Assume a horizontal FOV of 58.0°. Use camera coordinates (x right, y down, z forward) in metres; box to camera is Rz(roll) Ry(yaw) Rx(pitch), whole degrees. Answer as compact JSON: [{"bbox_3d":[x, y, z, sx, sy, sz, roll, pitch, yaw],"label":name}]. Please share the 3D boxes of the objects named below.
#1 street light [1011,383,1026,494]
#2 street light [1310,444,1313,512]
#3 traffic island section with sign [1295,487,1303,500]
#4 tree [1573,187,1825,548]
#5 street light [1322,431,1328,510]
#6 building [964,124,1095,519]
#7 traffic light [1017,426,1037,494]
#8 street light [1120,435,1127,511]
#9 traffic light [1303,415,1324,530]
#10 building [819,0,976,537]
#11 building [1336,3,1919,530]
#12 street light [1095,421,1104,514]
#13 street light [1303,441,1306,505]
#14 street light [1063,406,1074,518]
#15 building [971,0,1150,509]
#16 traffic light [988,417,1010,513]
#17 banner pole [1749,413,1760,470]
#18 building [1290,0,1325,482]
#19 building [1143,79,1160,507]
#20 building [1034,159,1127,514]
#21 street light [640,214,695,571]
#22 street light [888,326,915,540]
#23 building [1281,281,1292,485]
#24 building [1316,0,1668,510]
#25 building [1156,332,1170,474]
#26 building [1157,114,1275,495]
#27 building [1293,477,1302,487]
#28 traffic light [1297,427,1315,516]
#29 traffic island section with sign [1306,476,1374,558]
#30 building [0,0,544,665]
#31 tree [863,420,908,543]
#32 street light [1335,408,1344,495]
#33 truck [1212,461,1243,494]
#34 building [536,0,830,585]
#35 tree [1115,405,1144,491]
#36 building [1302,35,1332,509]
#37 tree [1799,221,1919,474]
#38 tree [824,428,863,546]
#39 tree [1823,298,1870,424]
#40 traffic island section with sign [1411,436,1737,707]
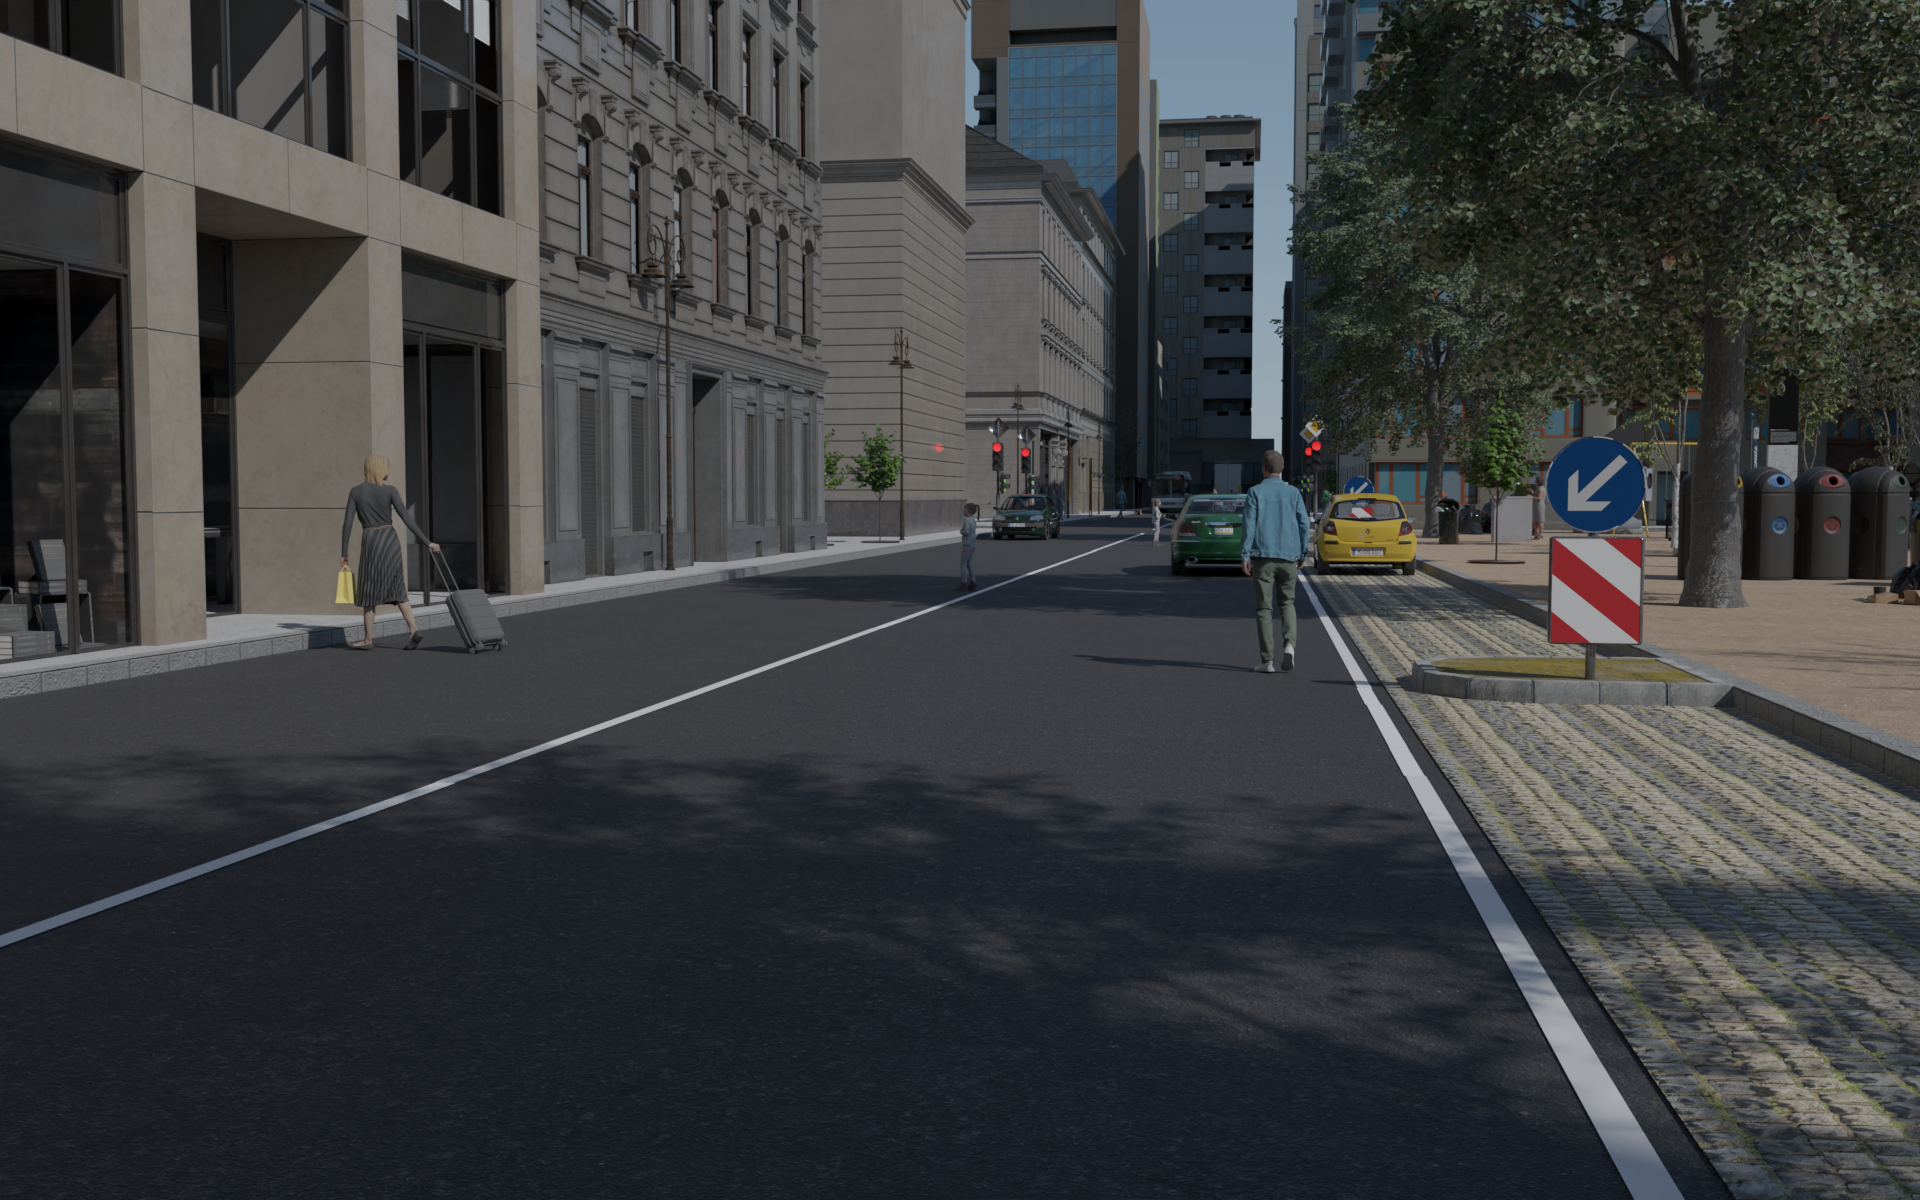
[{"bbox_3d":[2.412,-6.074,72.093,0.468,5.910,1.993,1,4,10],"label":"street light"},{"bbox_3d":[25.198,-9.234,123.759,0.468,5.910,1.993,1,4,10],"label":"street light"},{"bbox_3d":[22.739,-6.874,121.024,1.989,1.847,2.006,1,4,10],"label":"traffic island section with sign"},{"bbox_3d":[16.933,-5.563,41.320,4.737,8.622,4.395,0,3,0],"label":"tree"},{"bbox_3d":[22.073,-8.075,104.811,0.468,5.910,1.993,1,4,10],"label":"street light"},{"bbox_3d":[0.008,-14.708,91.391,10.553,20.767,40.483,1,4,10],"label":"building"},{"bbox_3d":[2.742,-5.035,71.248,0.839,4.253,0.868,1,4,10],"label":"traffic light"},{"bbox_3d":[12.266,-9.596,129.683,0.468,5.910,1.993,1,4,10],"label":"street light"},{"bbox_3d":[12.613,-4.439,61.499,0.839,4.253,0.868,1,4,10],"label":"traffic light"},{"bbox_3d":[-12.631,-15.987,58.647,25.104,27.353,12.463,1,4,10],"label":"building"},{"bbox_3d":[32.169,-14.163,76.605,28.899,21.520,27.650,1,4,10],"label":"building"},{"bbox_3d":[8.837,-8.395,110.038,0.468,5.910,1.993,1,4,10],"label":"street light"},{"bbox_3d":[28.418,-10.398,142.788,0.468,5.910,1.993,1,4,10],"label":"street light"},{"bbox_3d":[5.701,-7.242,91.188,0.468,5.910,1.993,1,4,10],"label":"street light"},{"bbox_3d":[9.316,-30.758,153.007,14.600,45.320,14.200,1,4,10],"label":"building"},{"bbox_3d":[1.408,-4.554,63.375,0.839,4.253,0.868,1,4,10],"label":"traffic light"},{"bbox_3d":[24.622,-3.899,53.759,0.863,3.779,0.401,-3,5,-43],"label":"banner pole"},{"bbox_3d":[49.363,-40.344,201.615,21.231,58.520,28.212,1,4,10],"label":"building"},{"bbox_3d":[11.685,-29.569,167.049,14.154,41.232,14.086,1,4,10],"label":"building"},{"bbox_3d":[2.989,-17.935,126.527,16.112,22.955,30.059,1,4,10],"label":"building"},{"bbox_3d":[-4.867,-3.432,28.909,0.468,5.910,1.993,1,4,10],"label":"street light"},{"bbox_3d":[-1.614,-4.599,47.974,0.468,5.910,1.993,1,4,10],"label":"street light"},{"bbox_3d":[50.039,-28.085,230.890,14.107,30.474,14.160,1,4,10],"label":"building"},{"bbox_3d":[37.595,-30.942,125.516,23.786,49.044,30.456,1,4,10],"label":"building"},{"bbox_3d":[10.280,-22.356,210.563,28.899,21.520,27.650,1,4,10],"label":"building"},{"bbox_3d":[29.972,-39.901,241.614,27.495,52.752,28.713,1,4,10],"label":"building"},{"bbox_3d":[50.273,-29.531,174.707,32.217,40.220,23.993,1,4,10],"label":"building"},{"bbox_3d":[13.947,-4.921,69.373,0.839,4.253,0.868,1,4,10],"label":"traffic light"},{"bbox_3d":[8.870,-1.871,39.225,1.989,1.847,2.006,1,4,10],"label":"traffic island section with sign"},{"bbox_3d":[-17.721,-12.363,6.647,19.350,26.468,34.151,1,4,10],"label":"building"},{"bbox_3d":[-2.240,-3.113,45.494,1.663,3.219,1.824,0,3,0],"label":"tree"},{"bbox_3d":[18.643,-6.881,85.297,0.468,5.910,1.993,1,4,10],"label":"street light"},{"bbox_3d":[23.697,-10.063,153.449,2.839,4.237,11.283,1,4,9],"label":"truck"},{"bbox_3d":[-9.214,-11.178,31.908,9.793,20.994,18.267,1,4,10],"label":"building"},{"bbox_3d":[13.356,-11.808,143.425,4.360,8.622,3.978,0,3,0],"label":"tree"},{"bbox_3d":[38.348,-28.968,157.219,14.154,41.232,14.086,1,4,10],"label":"building"},{"bbox_3d":[24.860,-5.880,46.494,4.360,8.622,3.978,0,3,0],"label":"tree"},{"bbox_3d":[-3.668,-2.946,42.762,1.663,3.219,1.824,0,3,0],"label":"tree"},{"bbox_3d":[27.668,-6.497,56.596,4.737,8.622,4.395,0,3,0],"label":"tree"},{"bbox_3d":[4.372,-0.246,12.646,1.989,1.847,2.006,1,4,10],"label":"traffic island section with sign"}]
